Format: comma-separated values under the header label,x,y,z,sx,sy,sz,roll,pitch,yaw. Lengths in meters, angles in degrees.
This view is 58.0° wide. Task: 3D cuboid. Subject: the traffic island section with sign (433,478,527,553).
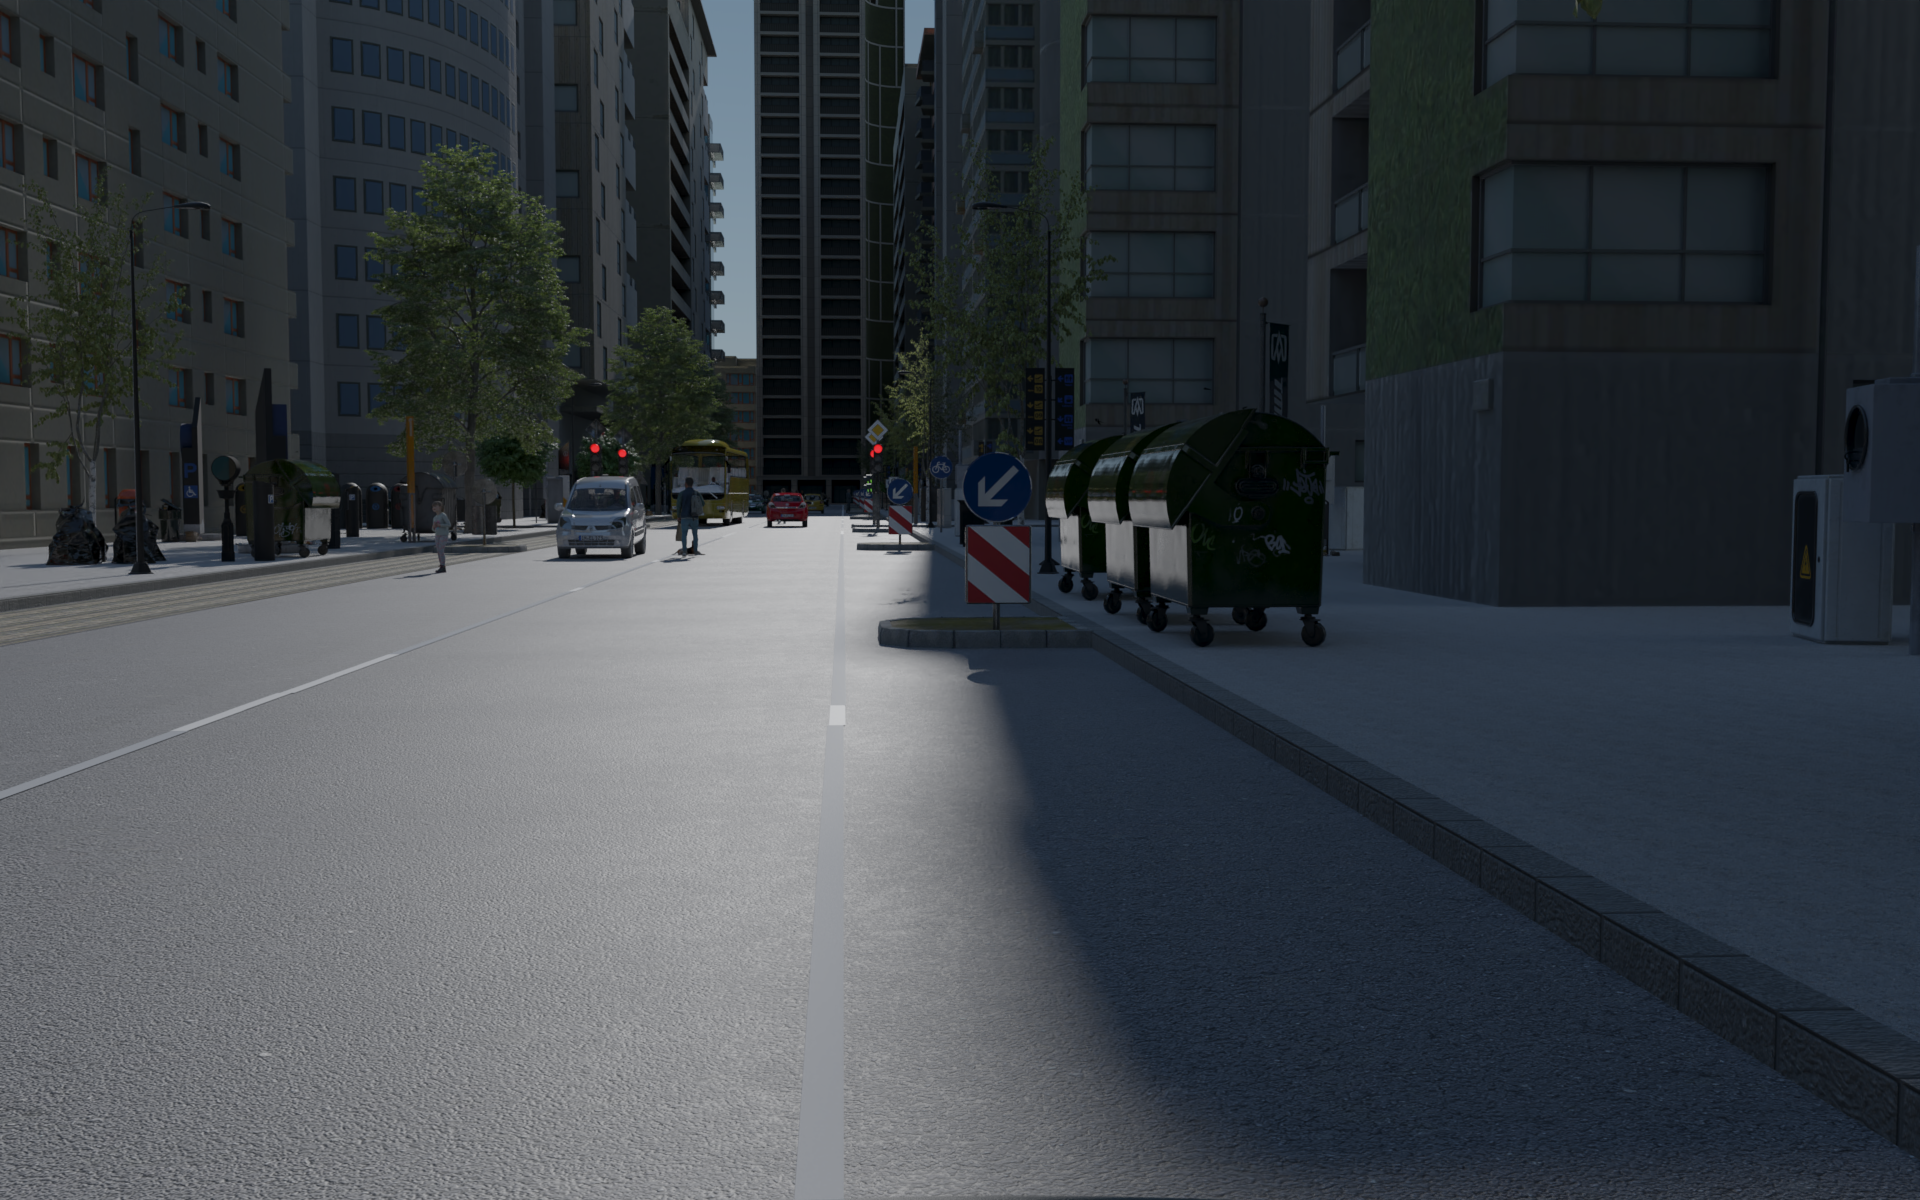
label,x,y,z,sx,sy,sz,roll,pitch,yaw
traffic island section with sign,-11.796,-2.088,42.769,1.989,1.847,2.006,0,4,-4

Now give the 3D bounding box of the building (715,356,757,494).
label,x,y,z,sx,sy,sz,roll,pitch,yaw
building,-42.901,-24.565,246.682,28.899,21.520,27.650,0,4,-4

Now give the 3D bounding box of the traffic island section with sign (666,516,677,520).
label,x,y,z,sx,sy,sz,roll,pitch,yaw
traffic island section with sign,-15.460,-5.425,97.321,1.989,1.847,2.006,0,4,-4

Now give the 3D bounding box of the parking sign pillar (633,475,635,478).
label,x,y,z,sx,sy,sz,roll,pitch,yaw
parking sign pillar,-27.930,-9.678,146.701,1.447,3.967,1.447,-2,4,-24

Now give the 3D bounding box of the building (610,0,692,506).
label,x,y,z,sx,sy,sz,roll,pitch,yaw
building,-35.975,-32.612,156.904,21.300,48.544,21.600,0,4,-4

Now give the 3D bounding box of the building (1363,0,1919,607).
label,x,y,z,sx,sy,sz,roll,pitch,yaw
building,12.649,-20.923,25.680,14.154,41.232,14.086,0,4,-4

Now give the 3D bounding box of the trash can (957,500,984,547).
label,x,y,z,sx,sy,sz,roll,pitch,yaw
trash can,0.293,-1.860,42.072,0.748,1.137,0.748,0,3,0

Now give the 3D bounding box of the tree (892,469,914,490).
label,x,y,z,sx,sy,sz,roll,pitch,yaw
tree,-3.949,-8.496,133.518,1.663,3.219,1.824,0,3,0

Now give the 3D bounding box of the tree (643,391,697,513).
label,x,y,z,sx,sy,sz,roll,pitch,yaw
tree,-19.336,-10.049,114.662,4.737,8.622,4.395,0,3,0

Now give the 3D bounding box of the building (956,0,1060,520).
label,x,y,z,sx,sy,sz,roll,pitch,yaw
building,12.319,-24.429,91.295,23.993,40.220,32.217,0,4,-4

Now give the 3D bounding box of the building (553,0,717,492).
label,x,y,z,sx,sy,sz,roll,pitch,yaw
building,-40.504,-36.195,181.029,28.713,52.752,27.495,0,4,-4

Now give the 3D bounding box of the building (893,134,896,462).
label,x,y,z,sx,sy,sz,roll,pitch,yaw
building,2.892,-35.918,210.958,21.300,48.544,21.600,0,4,-4

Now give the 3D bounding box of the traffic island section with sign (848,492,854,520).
label,x,y,z,sx,sy,sz,roll,pitch,yaw
traffic island section with sign,-5.255,-5.466,97.996,1.989,1.847,2.006,0,4,-4

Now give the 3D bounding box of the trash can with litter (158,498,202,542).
label,x,y,z,sx,sy,sz,roll,pitch,yaw
trash can with litter,-20.860,-2.137,46.324,1.055,1.170,0.624,-1,4,-17

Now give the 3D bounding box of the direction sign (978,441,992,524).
label,x,y,z,sx,sy,sz,roll,pitch,yaw
direction sign,1.091,-5.051,74.588,0.379,3.537,0.876,-3,5,-40

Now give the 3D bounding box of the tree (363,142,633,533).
label,x,y,z,sx,sy,sz,roll,pitch,yaw
tree,-15.698,-8.468,56.574,7.486,12.596,7.792,0,3,0

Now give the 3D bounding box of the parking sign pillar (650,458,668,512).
label,x,y,z,sx,sy,sz,roll,pitch,yaw
parking sign pillar,-21.657,-8.346,124.925,1.447,3.967,1.447,1,4,13

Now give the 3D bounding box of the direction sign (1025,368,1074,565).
label,x,y,z,sx,sy,sz,roll,pitch,yaw
direction sign,1.613,-2.395,31.151,0.876,3.537,0.379,0,4,-1

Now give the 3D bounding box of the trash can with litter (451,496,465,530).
label,x,y,z,sx,sy,sz,roll,pitch,yaw
trash can with litter,-18.283,-3.098,61.718,2.233,1.210,1.678,0,4,-6

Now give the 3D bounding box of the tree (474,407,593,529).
label,x,y,z,sx,sy,sz,roll,pitch,yaw
tree,-16.681,-4.972,65.001,4.285,4.588,4.351,0,3,0

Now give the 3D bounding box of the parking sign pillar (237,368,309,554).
label,x,y,z,sx,sy,sz,roll,pitch,yaw
parking sign pillar,-15.020,-3.015,37.768,1.447,3.967,1.447,-2,4,-31

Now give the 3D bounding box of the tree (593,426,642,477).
label,x,y,z,sx,sy,sz,roll,pitch,yaw
tree,-16.949,-6.081,83.138,4.285,4.588,4.351,0,3,0

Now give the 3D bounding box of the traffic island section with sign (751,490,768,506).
label,x,y,z,sx,sy,sz,roll,pitch,yaw
traffic island section with sign,-20.641,-10.133,174.303,1.989,1.847,2.006,0,4,-4

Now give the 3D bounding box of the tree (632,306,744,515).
label,x,y,z,sx,sy,sz,roll,pitch,yaw
tree,-17.874,-11.413,104.735,7.486,12.596,7.792,0,3,0

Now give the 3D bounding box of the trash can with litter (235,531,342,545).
label,x,y,z,sx,sy,sz,roll,pitch,yaw
trash can with litter,-17.169,-2.000,43.750,2.233,1.210,1.678,1,4,11

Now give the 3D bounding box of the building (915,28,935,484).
label,x,y,z,sx,sy,sz,roll,pitch,yaw
building,7.072,-31.131,163.614,22.147,44.769,28.867,0,4,-4

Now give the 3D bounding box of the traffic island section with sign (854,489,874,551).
label,x,y,z,sx,sy,sz,roll,pitch,yaw
traffic island section with sign,-1.679,-2.213,44.807,1.989,1.847,2.006,0,4,-4

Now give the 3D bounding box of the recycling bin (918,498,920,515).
label,x,y,z,sx,sy,sz,roll,pitch,yaw
recycling bin,-2.891,-5.810,107.550,0.722,1.027,0.722,-3,4,-38

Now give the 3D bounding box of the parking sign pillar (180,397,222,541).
label,x,y,z,sx,sy,sz,roll,pitch,yaw
parking sign pillar,-21.095,-3.616,47.599,1.447,3.967,1.447,-1,4,-19

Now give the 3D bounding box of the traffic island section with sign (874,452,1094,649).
label,x,y,z,sx,sy,sz,roll,pitch,yaw
traffic island section with sign,0.195,-0.514,17.025,1.989,1.847,2.006,0,4,-4

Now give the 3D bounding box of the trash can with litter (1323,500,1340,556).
label,x,y,z,sx,sy,sz,roll,pitch,yaw
trash can with litter,7.002,-1.524,35.982,2.233,1.210,1.678,-1,4,-13

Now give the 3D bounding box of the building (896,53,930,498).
label,x,y,z,sx,sy,sz,roll,pitch,yaw
building,4.299,-34.548,188.556,21.300,48.544,21.600,0,4,-4

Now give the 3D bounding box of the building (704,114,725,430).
label,x,y,z,sx,sy,sz,roll,pitch,yaw
building,-43.682,-35.890,206.403,30.456,49.044,23.786,0,4,-4

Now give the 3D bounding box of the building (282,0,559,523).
label,x,y,z,sx,sy,sz,roll,pitch,yaw
building,-33.275,-33.302,86.487,21.231,58.520,28.212,0,4,-4

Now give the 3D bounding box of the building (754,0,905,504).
label,x,y,z,sx,sy,sz,roll,pitch,yaw
building,-17.960,-49.233,243.217,20.611,71.187,20.563,0,4,-4

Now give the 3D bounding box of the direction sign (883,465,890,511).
label,x,y,z,sx,sy,sz,roll,pitch,yaw
direction sign,-5.691,-8.725,134.646,0.379,3.537,0.876,-3,5,-39

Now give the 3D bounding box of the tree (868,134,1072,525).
label,x,y,z,sx,sy,sz,roll,pitch,yaw
tree,0.992,-5.168,34.865,4.737,8.622,4.395,0,3,0

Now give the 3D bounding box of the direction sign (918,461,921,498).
label,x,y,z,sx,sy,sz,roll,pitch,yaw
direction sign,-2.878,-7.766,118.969,0.379,3.537,0.876,-2,4,-31

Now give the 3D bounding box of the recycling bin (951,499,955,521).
label,x,y,z,sx,sy,sz,roll,pitch,yaw
recycling bin,-0.056,-4.311,83.037,0.722,1.027,0.722,1,4,18

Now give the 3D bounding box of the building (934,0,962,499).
label,x,y,z,sx,sy,sz,roll,pitch,yaw
building,8.678,-35.490,122.265,21.231,58.520,28.212,0,4,-4

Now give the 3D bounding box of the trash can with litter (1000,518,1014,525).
label,x,y,z,sx,sy,sz,roll,pitch,yaw
trash can with litter,1.273,-1.991,43.944,0.624,1.170,1.055,-3,4,-36
